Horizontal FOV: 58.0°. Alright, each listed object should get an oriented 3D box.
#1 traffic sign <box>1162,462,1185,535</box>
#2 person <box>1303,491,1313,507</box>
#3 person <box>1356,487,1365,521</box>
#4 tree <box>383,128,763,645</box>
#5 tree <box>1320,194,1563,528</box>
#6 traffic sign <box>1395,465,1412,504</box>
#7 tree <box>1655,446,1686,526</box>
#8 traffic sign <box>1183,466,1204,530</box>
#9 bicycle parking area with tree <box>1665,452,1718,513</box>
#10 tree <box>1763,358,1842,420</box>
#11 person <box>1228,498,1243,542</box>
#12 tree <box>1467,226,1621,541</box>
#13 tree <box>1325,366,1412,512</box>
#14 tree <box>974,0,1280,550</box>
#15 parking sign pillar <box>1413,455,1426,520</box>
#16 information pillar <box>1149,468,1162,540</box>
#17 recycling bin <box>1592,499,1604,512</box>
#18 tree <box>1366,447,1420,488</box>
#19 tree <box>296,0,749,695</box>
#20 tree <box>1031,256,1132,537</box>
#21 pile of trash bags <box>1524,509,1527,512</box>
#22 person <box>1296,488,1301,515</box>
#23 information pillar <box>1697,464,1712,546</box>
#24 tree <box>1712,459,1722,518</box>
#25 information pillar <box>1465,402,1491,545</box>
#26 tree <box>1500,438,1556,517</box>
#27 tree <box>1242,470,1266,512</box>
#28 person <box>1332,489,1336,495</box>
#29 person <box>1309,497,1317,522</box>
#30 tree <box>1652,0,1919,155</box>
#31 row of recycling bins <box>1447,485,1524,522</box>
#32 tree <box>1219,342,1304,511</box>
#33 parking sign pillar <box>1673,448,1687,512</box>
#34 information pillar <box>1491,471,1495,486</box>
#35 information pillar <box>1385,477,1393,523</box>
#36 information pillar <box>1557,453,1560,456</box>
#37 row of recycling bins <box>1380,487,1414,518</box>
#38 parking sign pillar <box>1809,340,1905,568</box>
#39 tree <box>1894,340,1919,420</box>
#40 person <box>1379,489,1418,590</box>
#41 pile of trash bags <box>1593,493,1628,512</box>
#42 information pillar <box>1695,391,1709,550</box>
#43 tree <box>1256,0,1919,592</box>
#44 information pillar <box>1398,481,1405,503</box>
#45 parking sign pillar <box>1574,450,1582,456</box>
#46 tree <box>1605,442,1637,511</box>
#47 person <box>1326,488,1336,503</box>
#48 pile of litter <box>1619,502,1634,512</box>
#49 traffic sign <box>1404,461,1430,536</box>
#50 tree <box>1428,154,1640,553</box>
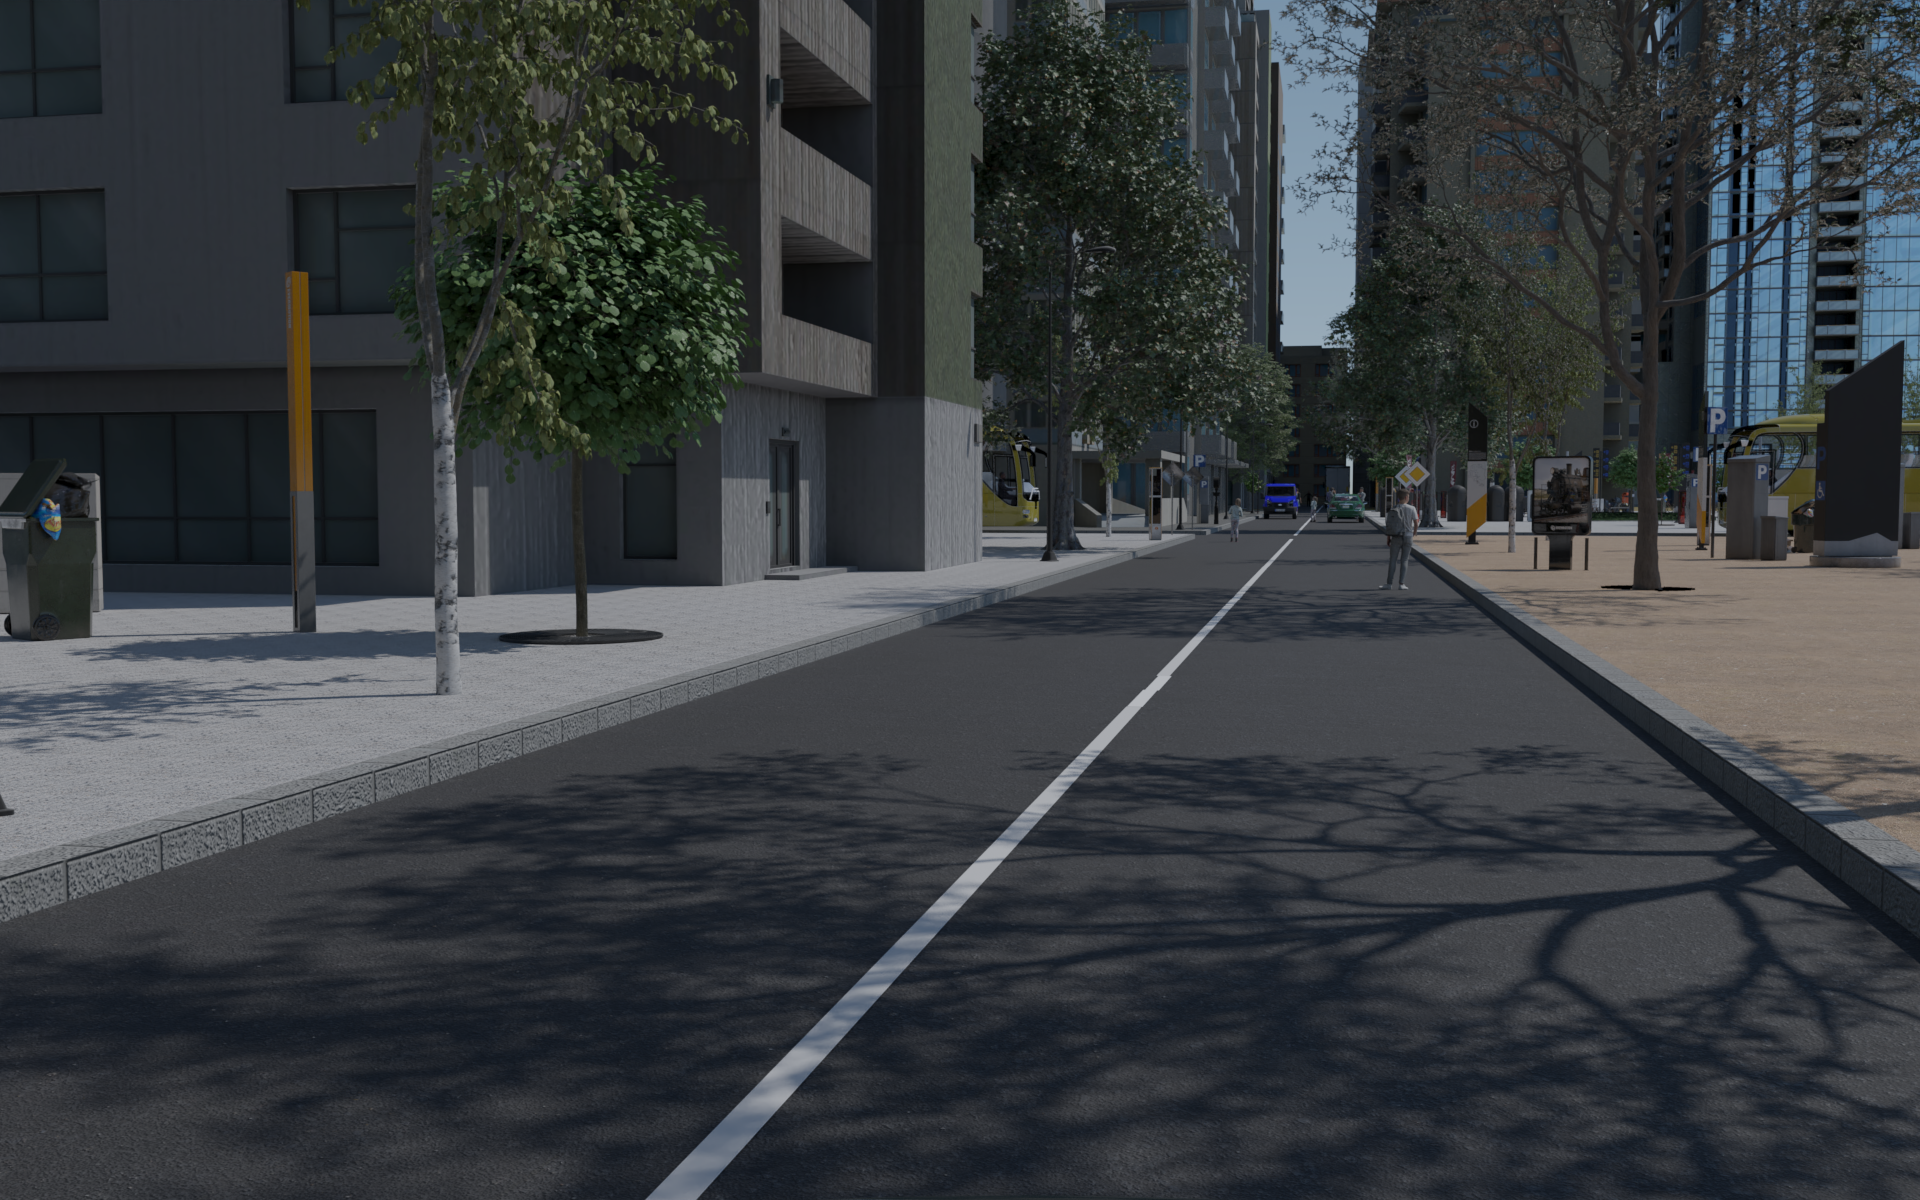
[{"bbox_3d":[6.642,-3.090,54.169,0.795,2.450,0.064,1,4,12],"label":"traffic sign"},{"bbox_3d":[39.889,-11.589,198.121,1.348,1.807,0.705,0,4,-1],"label":"person"},{"bbox_3d":[21.450,-5.146,92.811,0.511,1.800,0.466,3,4,36],"label":"person"},{"bbox_3d":[-3.390,-1.936,15.366,4.285,4.588,4.351,0,3,0],"label":"tree"},{"bbox_3d":[18.082,-9.130,66.288,9.611,12.733,9.660,0,3,0],"label":"tree"},{"bbox_3d":[15.551,-3.471,60.401,0.795,2.450,0.064,1,4,12],"label":"traffic sign"},{"bbox_3d":[28.602,-4.624,70.199,1.663,3.219,1.824,0,3,0],"label":"tree"},{"bbox_3d":[8.327,-3.568,61.975,0.795,2.450,0.064,1,4,12],"label":"traffic sign"},{"bbox_3d":[51.863,-8.069,118.928,8.231,4.147,9.016,-1,4,-20],"label":"bicycle parking area with tree"},{"bbox_3d":[46.083,-8.821,94.584,4.737,8.622,4.395,0,3,0],"label":"tree"},{"bbox_3d":[8.234,-2.392,51.883,0.425,1.301,0.394,0,4,-6],"label":"person"},{"bbox_3d":[16.237,-5.956,47.744,4.737,8.622,4.395,0,3,0],"label":"tree"},{"bbox_3d":[29.897,-12.088,123.394,9.928,11.665,9.643,0,3,0],"label":"tree"},{"bbox_3d":[2.507,-7.501,39.645,9.611,12.733,9.660,0,3,0],"label":"tree"},{"bbox_3d":[23.544,-6.079,87.869,1.447,3.967,1.447,-3,5,-43],"label":"parking sign pillar"},{"bbox_3d":[5.422,-2.663,48.037,0.304,2.012,0.304,0,4,-7],"label":"information pillar"},{"bbox_3d":[33.865,-4.892,92.532,0.722,1.027,0.722,-3,4,-36],"label":"recycling bin"},{"bbox_3d":[25.172,-7.077,99.429,4.285,4.588,4.351,0,3,0],"label":"tree"},{"bbox_3d":[-3.044,-3.701,10.878,4.737,8.622,4.395,0,3,0],"label":"tree"},{"bbox_3d":[4.226,-6.188,51.542,4.737,8.622,4.395,0,3,0],"label":"tree"},{"bbox_3d":[40.440,-6.842,121.627,1.912,1.369,3.447,1,4,19],"label":"pile of trash bags"},{"bbox_3d":[22.824,-6.642,117.187,0.616,1.811,0.778,0,4,-7],"label":"person"},{"bbox_3d":[18.558,-2.366,43.172,0.304,2.012,0.304,2,4,26],"label":"information pillar"},{"bbox_3d":[41.365,-6.118,94.639,1.663,3.219,1.824,0,3,0],"label":"tree"},{"bbox_3d":[13.100,-3.215,43.918,0.504,3.616,0.183,1,4,19],"label":"information pillar"},{"bbox_3d":[31.658,-6.897,96.483,4.285,4.588,4.351,0,3,0],"label":"tree"},{"bbox_3d":[21.173,-7.945,124.508,1.663,3.219,1.824,0,3,0],"label":"tree"},{"bbox_3d":[28.259,-7.463,130.765,0.600,1.795,0.529,0,4,-2],"label":"person"},{"bbox_3d":[17.903,-4.592,87.862,0.394,1.301,0.425,3,4,37],"label":"person"},{"bbox_3d":[5.193,-4.451,7.179,8.767,10.594,7.601,3,5,43],"label":"tree"},{"bbox_3d":[24.449,-4.488,80.497,3.534,1.692,1.069,0,4,-4],"label":"row of recycling bins"},{"bbox_3d":[22.108,-12.943,129.750,7.486,12.596,7.792,0,3,0],"label":"tree"},{"bbox_3d":[42.203,-6.911,101.464,1.447,3.967,1.447,1,4,10],"label":"parking sign pillar"},{"bbox_3d":[38.662,-8.223,125.804,0.183,3.616,0.504,-1,4,-11],"label":"information pillar"},{"bbox_3d":[18.743,-4.352,75.655,0.304,2.012,0.304,1,4,16],"label":"information pillar"},{"bbox_3d":[33.982,-6.568,98.734,0.183,3.616,0.504,-1,4,-13],"label":"information pillar"},{"bbox_3d":[24.383,-5.406,95.497,3.534,1.692,1.069,-3,5,-40],"label":"row of recycling bins"},{"bbox_3d":[15.846,-2.574,30.554,1.447,3.967,1.447,0,4,1],"label":"parking sign pillar"},{"bbox_3d":[45.360,-8.070,82.314,4.737,8.622,4.395,0,3,0],"label":"tree"},{"bbox_3d":[6.575,-0.909,25.961,0.503,1.515,0.523,-1,4,-16],"label":"person"},{"bbox_3d":[45.017,-6.730,119.781,1.912,1.369,3.447,-2,4,-24],"label":"pile of trash bags"},{"bbox_3d":[16.966,-2.949,39.574,0.183,3.616,0.504,1,4,9],"label":"information pillar"},{"bbox_3d":[9.051,-6.875,22.782,12.009,13.543,11.850,0,3,0],"label":"tree"},{"bbox_3d":[22.071,-5.017,86.516,0.304,2.012,0.304,0,4,-3],"label":"information pillar"},{"bbox_3d":[37.604,-7.235,106.762,1.447,3.967,1.447,0,4,-6],"label":"parking sign pillar"},{"bbox_3d":[42.717,-7.719,109.921,4.285,4.588,4.351,0,3,0],"label":"tree"},{"bbox_3d":[21.331,-5.555,99.513,0.473,1.802,0.592,0,4,-3],"label":"person"},{"bbox_3d":[34.927,-4.693,90.698,1.176,0.858,1.719,-2,4,-29],"label":"pile of litter"},{"bbox_3d":[13.866,-2.994,52.595,0.795,2.450,0.064,1,4,12],"label":"traffic sign"},{"bbox_3d":[12.274,-5.332,37.545,4.360,8.622,3.978,0,3,0],"label":"tree"}]
